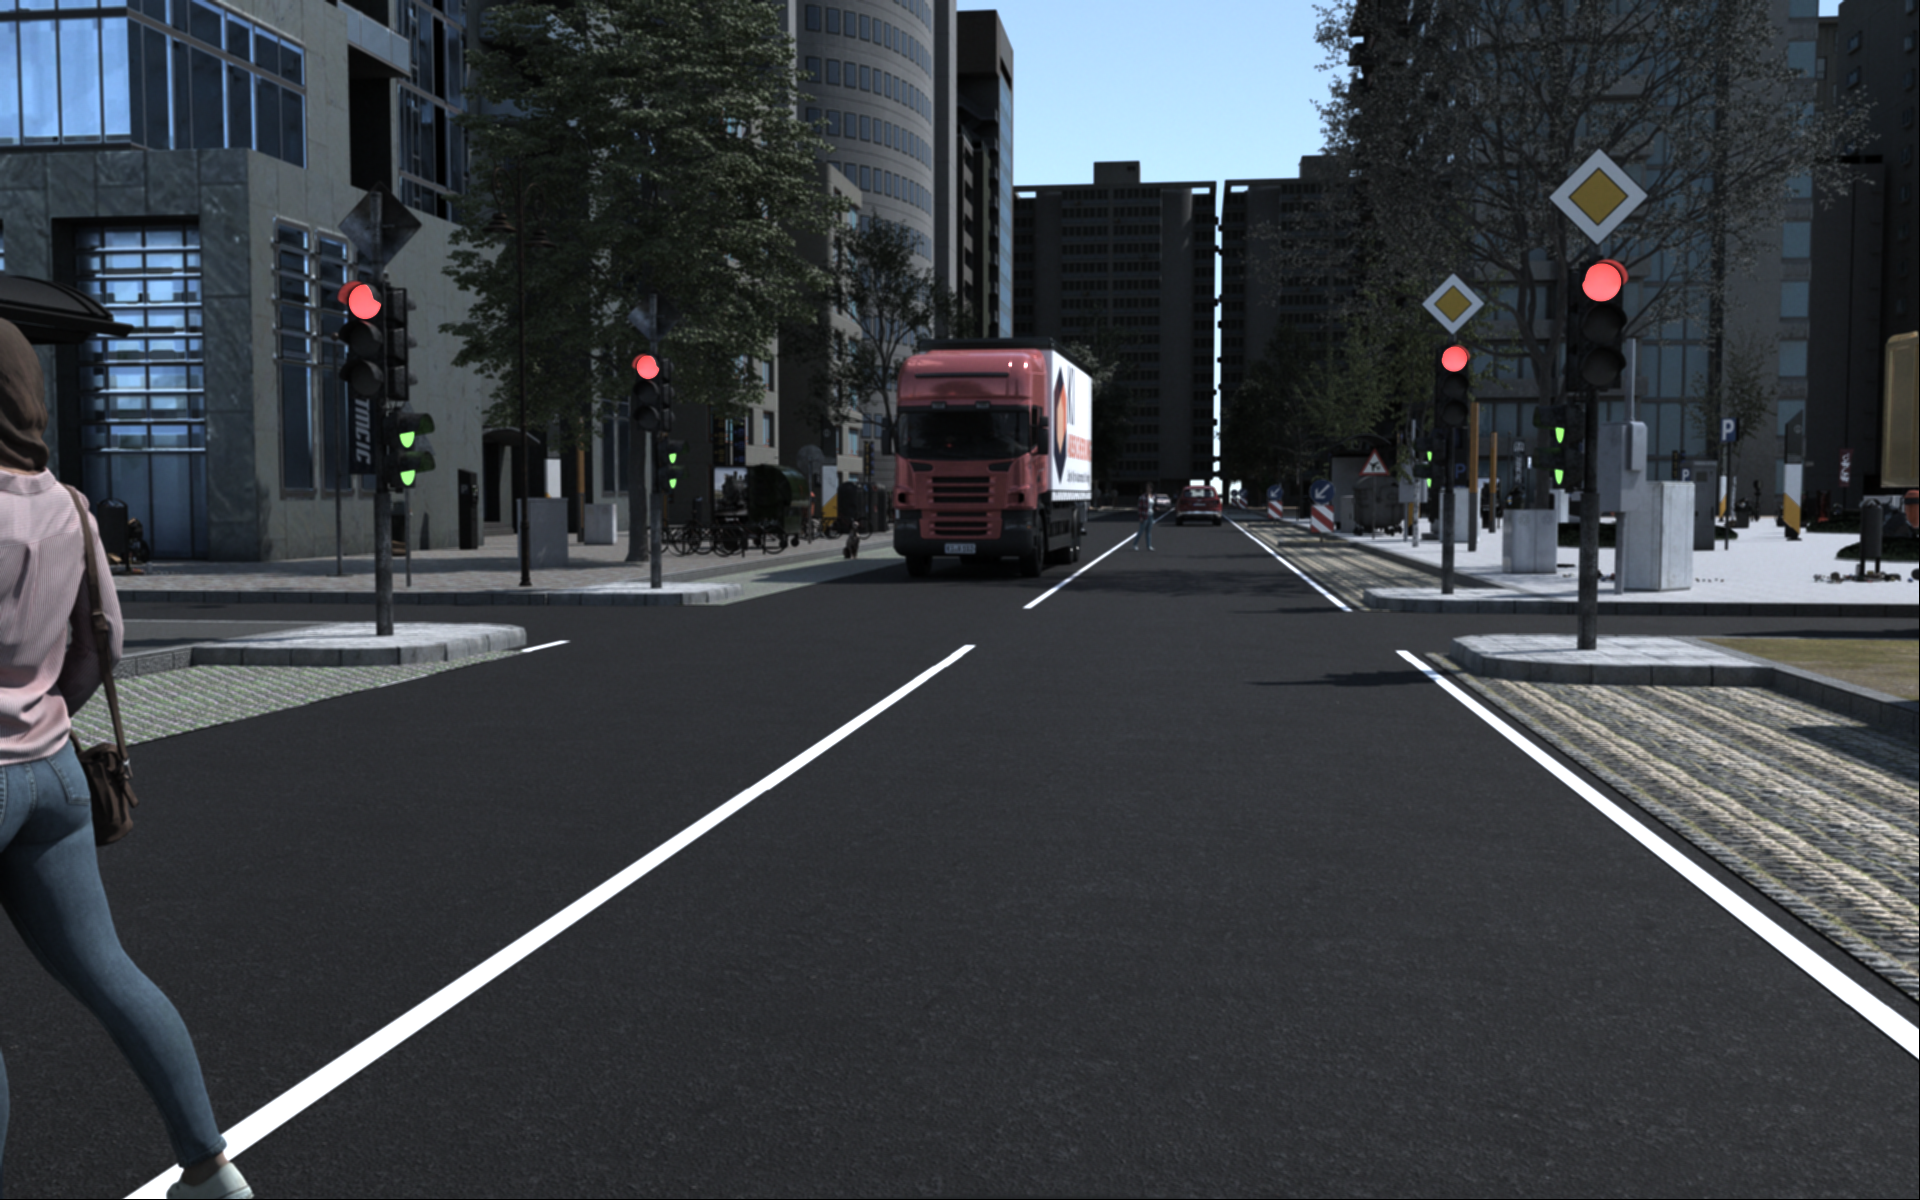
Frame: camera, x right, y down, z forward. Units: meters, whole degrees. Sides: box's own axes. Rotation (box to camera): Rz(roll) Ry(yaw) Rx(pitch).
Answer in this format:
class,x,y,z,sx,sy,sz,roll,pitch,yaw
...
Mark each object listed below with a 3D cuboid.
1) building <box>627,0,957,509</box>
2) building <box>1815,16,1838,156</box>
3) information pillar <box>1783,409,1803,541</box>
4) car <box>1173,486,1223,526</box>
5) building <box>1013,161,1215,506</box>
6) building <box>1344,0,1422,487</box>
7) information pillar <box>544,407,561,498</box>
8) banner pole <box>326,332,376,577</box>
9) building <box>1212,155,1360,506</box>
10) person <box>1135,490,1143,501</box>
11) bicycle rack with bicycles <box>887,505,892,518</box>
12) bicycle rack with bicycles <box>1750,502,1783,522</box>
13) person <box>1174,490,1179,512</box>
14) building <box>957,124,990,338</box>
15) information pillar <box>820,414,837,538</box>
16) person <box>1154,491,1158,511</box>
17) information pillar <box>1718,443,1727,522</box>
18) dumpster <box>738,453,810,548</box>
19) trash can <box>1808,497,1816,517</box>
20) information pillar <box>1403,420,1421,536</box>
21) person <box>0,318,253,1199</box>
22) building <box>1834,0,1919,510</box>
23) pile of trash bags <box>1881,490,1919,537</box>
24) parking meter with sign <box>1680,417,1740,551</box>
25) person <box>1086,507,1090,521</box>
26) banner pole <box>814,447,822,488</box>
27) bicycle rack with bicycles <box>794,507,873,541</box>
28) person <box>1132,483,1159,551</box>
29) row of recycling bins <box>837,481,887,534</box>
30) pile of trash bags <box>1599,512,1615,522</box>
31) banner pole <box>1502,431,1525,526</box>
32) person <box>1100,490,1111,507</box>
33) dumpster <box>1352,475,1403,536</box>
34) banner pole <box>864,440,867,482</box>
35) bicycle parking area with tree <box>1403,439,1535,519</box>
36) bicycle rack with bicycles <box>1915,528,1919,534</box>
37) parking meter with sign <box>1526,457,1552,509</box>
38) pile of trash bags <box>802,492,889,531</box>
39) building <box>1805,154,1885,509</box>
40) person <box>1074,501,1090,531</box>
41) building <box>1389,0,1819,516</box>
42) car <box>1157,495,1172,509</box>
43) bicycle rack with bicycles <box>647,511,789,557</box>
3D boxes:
class,x,y,z,sx,sy,sz,roll,pitch,yaw
building,-12.522,-35.041,114.915,21.231,58.520,28.212,0,4,8
building,90.118,-36.926,192.977,27.495,52.752,28.713,0,4,8
information pillar,22.957,-3.447,47.715,0.504,3.616,0.183,-1,4,-9
car,10.920,-4.326,79.404,2.281,1.827,5.304,0,4,6
building,18.393,-31.379,204.923,23.993,40.220,32.217,0,4,8
building,44.168,-30.042,145.810,22.147,44.769,28.867,0,4,8
information pillar,-9.669,-3.045,41.147,0.183,3.616,0.504,2,4,28
banner pole,-9.461,-2.261,26.991,0.863,3.779,0.401,-1,4,-13
building,42.090,-31.147,201.130,23.993,40.220,32.217,0,4,8
person,13.986,-7.667,134.377,0.721,1.766,1.217,3,5,42
bicycle rack with bicycles,-2.750,-4.299,83.670,2.852,0.926,2.925,1,4,14
bicycle rack with bicycles,37.710,-4.143,81.123,2.852,0.926,2.925,2,4,35
person,17.784,-8.130,141.977,0.434,1.755,0.990,1,4,10
building,-5.408,-22.289,136.121,14.160,30.474,14.107,0,4,8
information pillar,-3.833,-3.624,50.609,0.504,3.616,0.183,-2,4,-33
person,16.985,-8.595,149.966,0.436,1.711,0.756,1,4,17
information pillar,35.205,-5.415,79.891,0.504,3.616,0.183,-3,5,-41
dumpster,-4.529,-2.377,41.361,1.502,2.255,1.985,0,4,8
trash can,40.659,-4.340,82.605,0.748,1.137,0.748,0,3,0
information pillar,13.814,-3.761,52.848,0.183,3.616,0.504,-3,4,-36
person,-1.695,0.361,3.193,0.643,1.750,0.593,1,4,10
building,87.597,-31.842,144.323,21.600,48.544,21.300,0,4,8
pile of trash bags,22.870,-1.943,41.528,1.912,1.369,3.447,2,4,27
parking meter with sign,16.775,-2.640,39.420,1.738,3.016,0.543,-1,4,-14
person,6.700,-5.190,93.213,0.638,1.841,0.748,-3,4,-37
banner pole,-6.434,-5.535,80.515,0.863,3.779,0.401,2,4,26
bicycle rack with bicycles,-4.288,-2.172,48.891,2.925,0.926,2.852,3,4,37
person,4.723,-2.119,43.989,0.563,1.720,0.643,-3,4,-39
row of recycling bins,-3.260,-3.054,57.050,1.069,1.692,3.534,1,4,14
pile of trash bags,26.777,-4.022,75.505,3.447,1.369,1.912,-2,4,-24
banner pole,22.201,-4.852,69.349,0.863,3.779,0.401,0,4,3
person,15.196,-10.480,179.930,1.350,1.814,0.705,0,4,3
dumpster,12.826,-2.921,53.516,1.264,1.857,1.865,0,4,8
banner pole,-4.406,-5.565,80.997,0.401,3.779,0.863,0,4,5
bicycle parking area with tree,26.740,-6.336,90.592,8.231,4.147,9.016,2,4,27
bicycle rack with bicycles,27.467,-2.040,46.734,2.925,0.926,2.852,-1,4,-11
parking meter with sign,27.241,-5.154,80.523,1.738,3.016,0.543,2,4,35
pile of trash bags,-4.109,-3.097,60.384,3.447,1.369,1.912,1,4,23
building,70.208,-23.194,150.929,14.107,30.474,14.160,0,4,8
person,4.664,-3.566,66.646,0.661,1.843,0.795,-2,4,-24
building,42.015,-30.325,115.419,23.786,49.044,30.456,0,4,8
car,19.136,-9.346,165.172,2.083,1.381,4.827,0,4,8
bicycle rack with bicycles,-5.287,-1.394,36.170,2.925,0.926,2.852,1,4,8
